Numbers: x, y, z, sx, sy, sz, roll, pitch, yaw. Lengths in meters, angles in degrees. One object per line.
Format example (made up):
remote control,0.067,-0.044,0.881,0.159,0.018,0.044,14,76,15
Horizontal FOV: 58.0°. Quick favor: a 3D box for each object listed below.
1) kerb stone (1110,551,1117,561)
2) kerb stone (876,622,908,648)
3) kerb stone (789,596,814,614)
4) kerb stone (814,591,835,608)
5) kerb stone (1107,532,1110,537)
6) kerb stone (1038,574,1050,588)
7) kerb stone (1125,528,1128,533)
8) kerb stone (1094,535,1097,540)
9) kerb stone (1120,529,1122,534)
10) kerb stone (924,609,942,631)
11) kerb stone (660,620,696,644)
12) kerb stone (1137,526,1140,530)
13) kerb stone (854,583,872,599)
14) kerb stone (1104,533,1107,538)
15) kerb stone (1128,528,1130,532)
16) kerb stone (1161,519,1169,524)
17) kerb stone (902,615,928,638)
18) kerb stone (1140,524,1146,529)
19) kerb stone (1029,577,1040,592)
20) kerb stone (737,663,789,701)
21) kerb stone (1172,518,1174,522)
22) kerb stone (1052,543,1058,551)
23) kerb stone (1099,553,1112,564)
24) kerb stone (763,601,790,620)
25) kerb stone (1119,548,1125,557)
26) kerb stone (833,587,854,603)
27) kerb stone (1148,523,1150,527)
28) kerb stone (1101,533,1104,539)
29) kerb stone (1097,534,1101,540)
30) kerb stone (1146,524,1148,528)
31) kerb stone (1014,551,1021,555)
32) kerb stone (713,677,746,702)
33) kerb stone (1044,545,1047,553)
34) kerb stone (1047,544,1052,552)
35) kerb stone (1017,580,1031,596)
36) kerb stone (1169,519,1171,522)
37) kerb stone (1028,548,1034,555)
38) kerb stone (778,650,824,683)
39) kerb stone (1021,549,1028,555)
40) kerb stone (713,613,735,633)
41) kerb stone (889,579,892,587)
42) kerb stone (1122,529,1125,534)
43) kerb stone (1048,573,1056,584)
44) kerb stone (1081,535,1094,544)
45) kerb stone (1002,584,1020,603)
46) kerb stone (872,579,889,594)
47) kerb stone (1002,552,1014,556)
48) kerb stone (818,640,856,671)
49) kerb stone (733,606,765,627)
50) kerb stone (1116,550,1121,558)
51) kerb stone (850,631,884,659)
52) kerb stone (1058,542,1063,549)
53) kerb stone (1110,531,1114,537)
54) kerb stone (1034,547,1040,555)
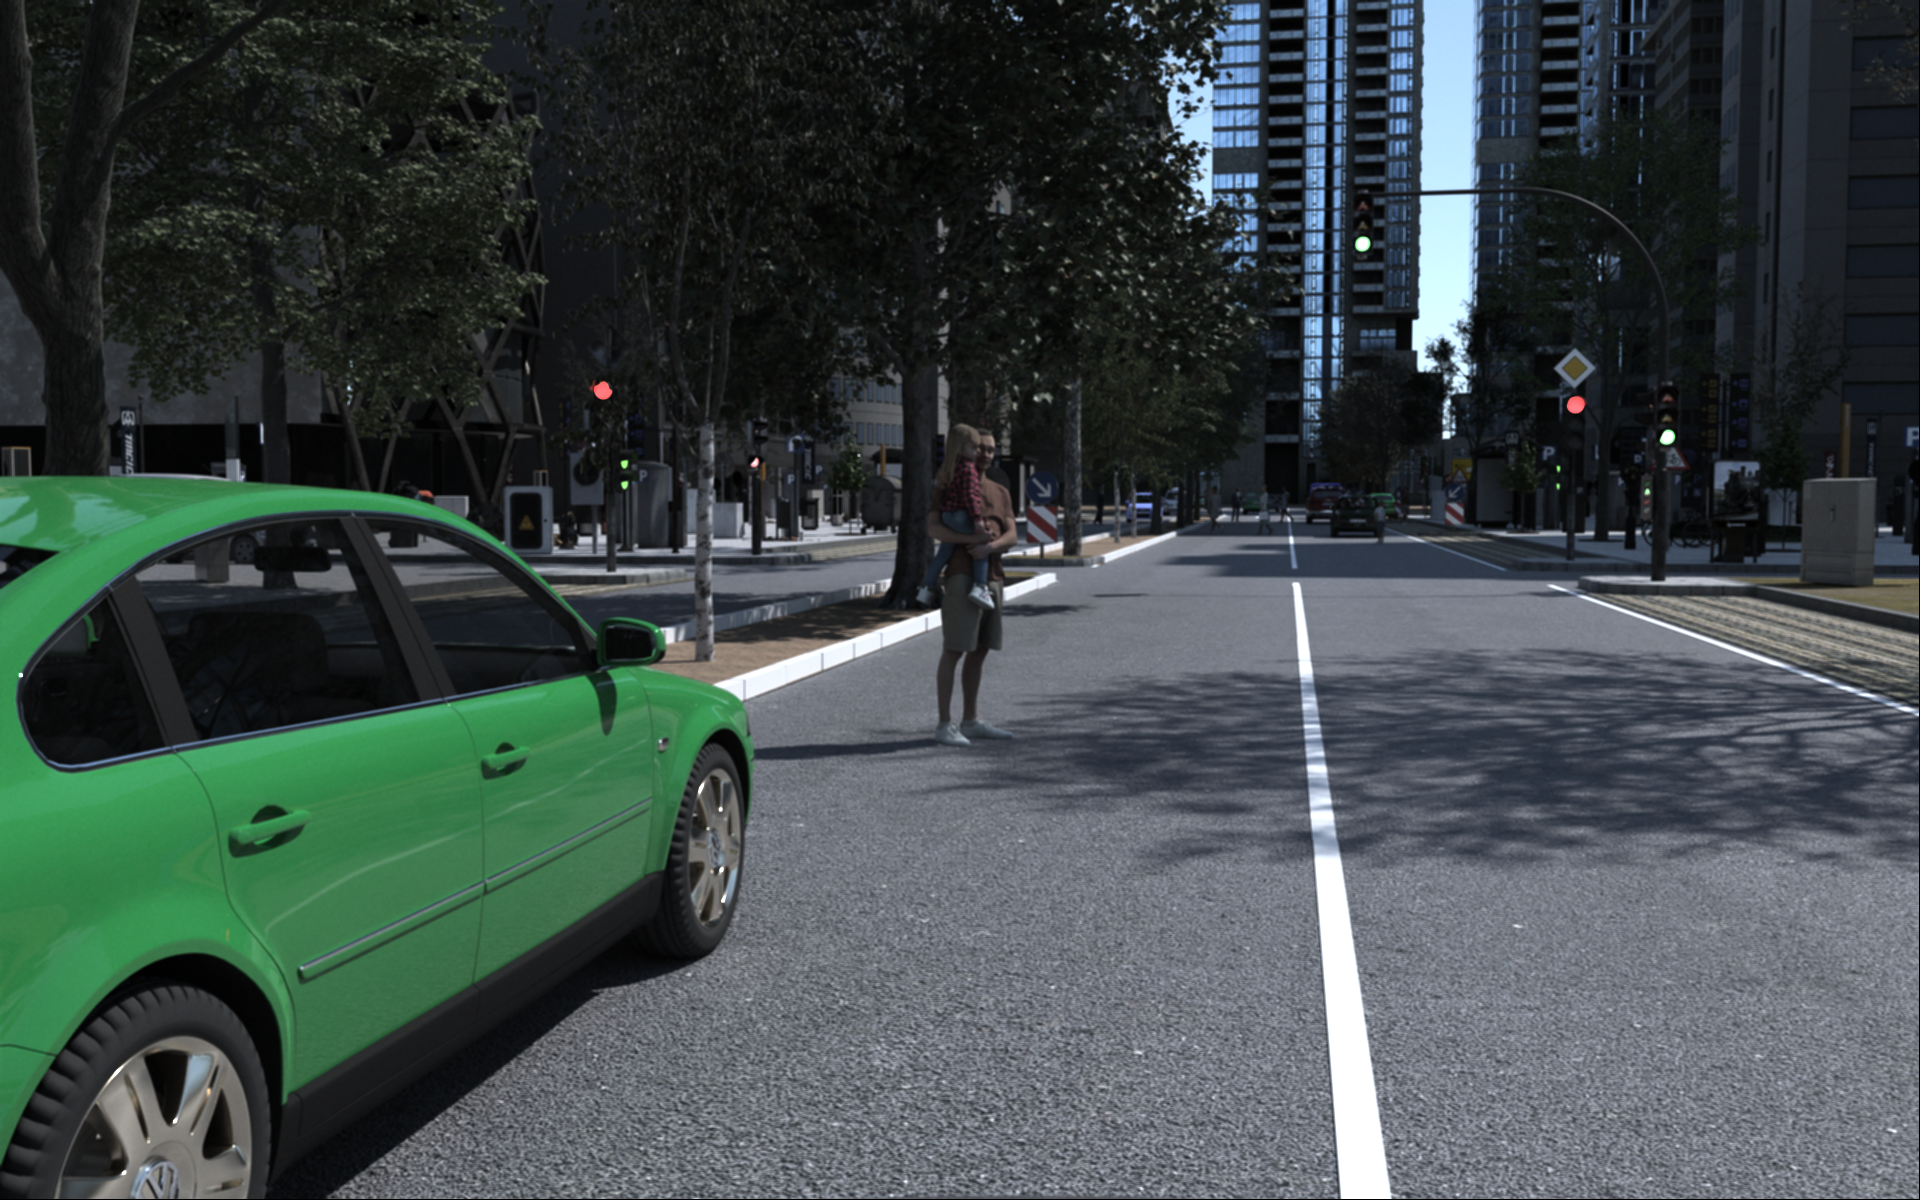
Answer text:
kerb stone,3.202,-0.915,37.167,0.120,0.150,1.000,1,4,11
kerb stone,-0.686,0.347,16.525,0.120,0.150,1.000,1,4,11
kerb stone,-1.989,0.078,20.928,0.120,0.150,1.000,1,4,11
kerb stone,-1.808,0.024,21.942,0.120,0.150,1.000,1,4,11
kerb stone,4.733,-2.110,56.695,0.120,0.150,1.000,1,4,11
kerb stone,1.211,-0.269,26.588,0.120,0.150,1.000,1,4,11
kerb stone,5.883,-2.479,62.743,0.120,0.150,1.000,1,4,11
kerb stone,3.983,-1.863,52.662,0.120,0.150,1.000,1,4,11
kerb stone,5.499,-2.357,60.726,0.120,0.150,1.000,1,4,11
kerb stone,-0.305,0.223,18.544,0.120,0.150,1.000,1,4,11
kerb stone,-2.752,0.324,16.896,0.120,0.150,1.000,1,4,11
kerb stone,6.835,-2.786,67.786,0.120,0.150,1.000,1,4,11
kerb stone,-1.426,-0.106,23.950,0.120,0.150,1.000,1,4,11
kerb stone,4.550,-2.049,55.689,0.120,0.150,1.000,1,4,11
kerb stone,6.074,-2.542,63.762,0.120,0.150,1.000,1,4,11
kerb stone,10.054,-3.836,84.919,0.120,0.150,1.000,1,4,11
kerb stone,-0.508,0.285,17.532,0.120,0.150,1.000,1,4,11
kerb stone,7.403,-2.967,70.801,0.120,0.150,1.000,1,4,11
kerb stone,1.017,-0.205,25.585,0.120,0.150,1.000,1,4,11
kerb stone,-1.452,0.594,12.478,0.120,0.150,1.000,1,4,11
kerb stone,10.627,-4.021,87.945,0.120,0.150,1.000,1,4,11
kerb stone,2.276,-1.309,43.591,0.120,0.150,1.000,1,4,11
kerb stone,3.011,-0.854,36.163,0.120,0.150,1.000,1,4,11
kerb stone,-2.184,0.139,19.925,0.120,0.150,1.000,1,4,11
kerb stone,3.578,-1.040,39.193,0.120,0.150,1.000,1,4,11
kerb stone,-1.613,-0.043,22.945,0.120,0.150,1.000,1,4,11
kerb stone,7.781,-3.097,72.826,0.120,0.150,1.000,1,4,11
kerb stone,4.364,-1.987,54.684,0.120,0.150,1.000,1,4,11
kerb stone,4.171,-1.925,53.667,0.120,0.150,1.000,1,4,11
kerb stone,7.592,-3.035,71.820,0.120,0.150,1.000,1,4,11
kerb stone,1.134,-0.940,37.559,0.120,0.150,1.000,1,4,11
kerb stone,-1.643,0.657,11.473,0.120,0.150,1.000,1,4,11
kerb stone,1.891,-1.186,41.583,0.120,0.150,1.000,1,4,11
kerb stone,2.085,-1.243,42.587,0.120,0.150,1.000,1,4,11
kerb stone,0.834,-0.146,24.579,0.120,0.150,1.000,1,4,11
kerb stone,10.254,-3.895,85.931,0.120,0.150,1.000,1,4,11
kerb stone,1.511,-1.063,39.569,0.120,0.150,1.000,1,4,11
kerb stone,-1.269,0.532,13.492,0.120,0.150,1.000,1,4,11
kerb stone,1.322,-0.997,38.564,0.120,0.150,1.000,1,4,11
kerb stone,-2.570,0.262,17.918,0.120,0.150,1.000,1,4,11
kerb stone,-1.042,-0.229,25.964,0.120,0.150,1.000,1,4,11
kerb stone,5.698,-2.419,61.738,0.120,0.150,1.000,1,4,11
kerb stone,1.400,-0.327,27.594,0.120,0.150,1.000,1,4,11
kerb stone,3.802,-1.802,51.656,0.120,0.150,1.000,1,4,11
kerb stone,0.645,-0.084,23.574,0.120,0.150,1.000,1,4,11
kerb stone,-1.230,-0.169,24.955,0.120,0.150,1.000,1,4,11
kerb stone,0.943,-0.878,36.555,0.120,0.150,1.000,1,4,11
kerb stone,-1.072,0.471,14.498,0.120,0.150,1.000,1,4,11
kerb stone,-2.369,0.200,18.920,0.120,0.150,1.000,1,4,11
kerb stone,3.385,-0.977,38.179,0.120,0.150,1.000,1,4,11
kerb stone,-0.878,0.413,15.505,0.120,0.150,1.000,1,4,11
kerb stone,2.468,-1.365,44.596,0.120,0.150,1.000,1,4,11
kerb stone,4.939,-2.169,57.704,0.120,0.150,1.000,1,4,11
kerb stone,1.706,-1.124,40.573,0.120,0.150,1.000,1,4,11
